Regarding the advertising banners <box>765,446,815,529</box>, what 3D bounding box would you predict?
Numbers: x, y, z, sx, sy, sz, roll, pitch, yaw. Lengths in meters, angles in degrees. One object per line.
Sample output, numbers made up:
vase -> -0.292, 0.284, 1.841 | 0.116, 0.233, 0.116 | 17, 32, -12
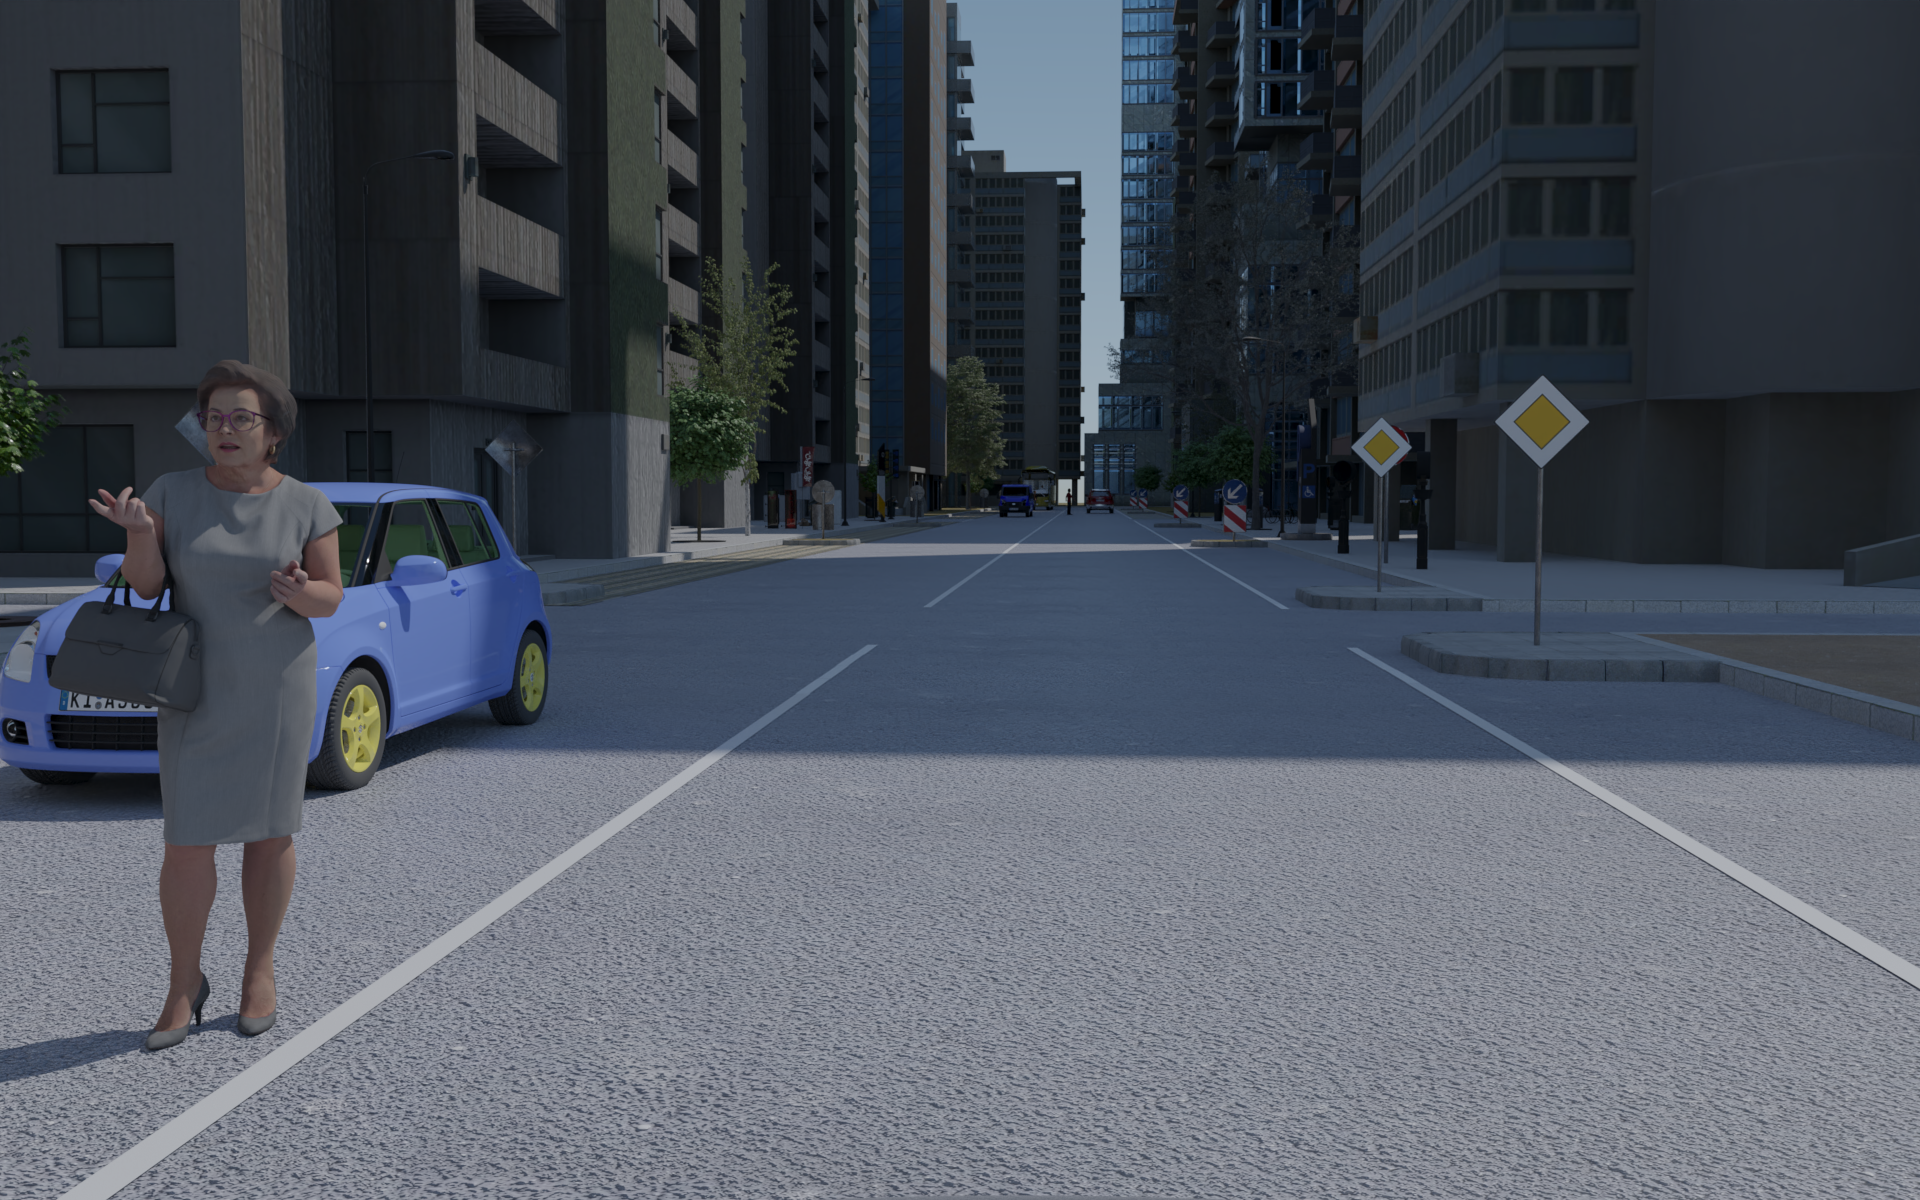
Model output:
advertising banners -> -6.277, -4.146, 63.973 | 2.074, 3.025, 0.090 | 1, 4, 23

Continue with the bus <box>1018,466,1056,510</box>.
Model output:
bus -> 7.009, -9.962, 154.424 | 2.896, 3.916, 12.252 | 0, 4, 6

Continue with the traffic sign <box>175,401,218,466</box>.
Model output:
traffic sign -> -6.626, -0.724, 15.485 | 0.795, 2.450, 0.064 | 0, 4, 4

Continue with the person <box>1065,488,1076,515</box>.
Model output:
person -> 7.502, -6.732, 118.502 | 0.705, 1.831, 1.348 | -2, 4, -24

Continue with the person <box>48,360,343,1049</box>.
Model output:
person -> -1.983, 0.266, 4.513 | 0.716, 1.782, 0.532 | -1, 4, -17

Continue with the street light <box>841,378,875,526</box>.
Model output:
street light -> -4.076, -5.920, 69.338 | 1.470, 5.913, 1.316 | 0, 4, 4

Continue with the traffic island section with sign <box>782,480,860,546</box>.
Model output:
traffic island section with sign -> -3.854, -2.452, 48.717 | 1.989, 1.847, 2.006 | 0, 4, 4

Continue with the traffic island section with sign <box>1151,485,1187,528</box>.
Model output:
traffic island section with sign -> 9.365, -4.037, 74.637 | 1.989, 1.847, 2.006 | 0, 4, 4

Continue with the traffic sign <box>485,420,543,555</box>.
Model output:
traffic sign -> -6.035, -1.211, 23.448 | 0.795, 2.450, 0.064 | 0, 4, 4

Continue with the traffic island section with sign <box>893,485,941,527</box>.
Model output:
traffic island section with sign -> -1.848, -4.110, 75.821 | 1.989, 1.847, 2.006 | 0, 4, 4

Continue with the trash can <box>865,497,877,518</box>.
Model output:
trash can -> -4.687, -4.873, 91.326 | 0.748, 1.137, 0.748 | 0, 3, 0

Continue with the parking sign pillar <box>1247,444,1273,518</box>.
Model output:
parking sign pillar -> 16.305, -6.466, 94.193 | 1.447, 3.967, 1.447 | 2, 4, 24

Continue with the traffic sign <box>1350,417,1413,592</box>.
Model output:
traffic sign -> 5.476, -1.158, 22.577 | 0.795, 2.450, 0.064 | 0, 4, 4

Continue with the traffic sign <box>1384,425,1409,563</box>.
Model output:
traffic sign -> 7.887, -1.950, 31.995 | 0.768, 2.556, 0.104 | 1, 4, 9

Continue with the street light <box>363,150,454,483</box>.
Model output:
street light -> -7.527, -3.122, 23.591 | 1.470, 5.913, 1.316 | 0, 4, 4

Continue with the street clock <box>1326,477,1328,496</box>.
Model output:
street clock -> 15.190, -4.062, 70.990 | 0.358, 2.002, 0.471 | 0, 4, -7

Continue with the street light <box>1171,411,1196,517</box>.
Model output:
street light -> 12.521, -7.616, 97.066 | 1.470, 5.913, 1.316 | 0, 4, 4

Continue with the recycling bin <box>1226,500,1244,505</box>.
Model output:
recycling bin -> 12.725, -4.136, 80.182 | 0.722, 1.027, 0.722 | 0, 4, -3

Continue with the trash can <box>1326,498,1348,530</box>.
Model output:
trash can -> 13.350, -3.040, 61.365 | 0.748, 1.137, 0.748 | 0, 3, 0

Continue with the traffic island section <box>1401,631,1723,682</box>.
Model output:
traffic island section -> 4.910, 0.464, 14.689 | 2.009, 0.180, 2.903 | 0, 4, 4

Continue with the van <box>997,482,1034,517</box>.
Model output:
van -> 3.533, -6.352, 108.246 | 2.240, 2.365, 5.245 | 0, 4, 6

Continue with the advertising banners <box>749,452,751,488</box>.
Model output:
advertising banners -> -8.968, -4.635, 71.967 | 0.090, 3.025, 2.074 | 1, 4, 10

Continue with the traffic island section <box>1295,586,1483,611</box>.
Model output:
traffic island section -> 5.500, -0.023, 22.652 | 2.009, 0.180, 2.903 | 0, 4, 4

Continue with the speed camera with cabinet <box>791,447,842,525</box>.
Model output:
speed camera with cabinet -> -6.028, -4.791, 72.669 | 2.038, 3.252, 0.660 | -1, 4, -21

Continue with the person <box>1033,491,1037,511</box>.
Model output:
person -> 6.425, -8.403, 146.709 | 0.721, 1.723, 1.217 | 0, 4, 7

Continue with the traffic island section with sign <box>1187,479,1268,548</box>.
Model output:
traffic island section with sign -> 7.344, -2.371, 47.390 | 1.989, 1.847, 2.006 | 0, 4, 4

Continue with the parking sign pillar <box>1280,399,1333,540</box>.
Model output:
parking sign pillar -> 9.719, -3.670, 48.470 | 1.447, 3.967, 1.447 | 0, 4, 7

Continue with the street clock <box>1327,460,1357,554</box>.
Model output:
street clock -> 8.251, -1.997, 37.215 | 0.471, 2.002, 0.358 | 3, 4, 38

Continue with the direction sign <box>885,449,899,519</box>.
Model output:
direction sign -> -3.494, -5.855, 87.731 | 0.876, 3.537, 0.379 | 1, 4, 23

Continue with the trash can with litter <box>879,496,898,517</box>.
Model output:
trash can with litter -> -4.005, -5.154, 95.659 | 1.055, 1.170, 0.624 | -2, 4, -26

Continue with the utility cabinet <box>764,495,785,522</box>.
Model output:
utility cabinet -> -8.444, -4.158, 79.146 | 1.020, 1.237, 0.306 | -1, 4, -14

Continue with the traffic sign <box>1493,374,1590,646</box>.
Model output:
traffic sign -> 4.885, -0.671, 14.614 | 0.795, 2.450, 0.064 | 0, 4, 4

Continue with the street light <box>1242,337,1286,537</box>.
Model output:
street light -> 9.033, -4.818, 51.322 | 1.470, 5.913, 1.316 | 0, 4, 4

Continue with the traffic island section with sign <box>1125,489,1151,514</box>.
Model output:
traffic island section with sign -> 13.099, -7.127, 125.154 | 1.989, 1.847, 2.006 | 0, 4, 4

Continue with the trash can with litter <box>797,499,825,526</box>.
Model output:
trash can with litter -> -5.936, -3.535, 69.181 | 1.055, 1.170, 0.624 | -3, 4, -38

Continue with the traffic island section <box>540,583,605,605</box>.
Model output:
traffic island section -> -6.059, -0.075, 23.511 | 2.009, 0.180, 2.903 | 0, 4, 4

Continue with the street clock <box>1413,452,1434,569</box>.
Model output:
street clock -> 7.887, -1.525, 29.510 | 0.358, 2.002, 0.471 | 1, 4, 15

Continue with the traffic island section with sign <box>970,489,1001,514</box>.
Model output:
traffic island section with sign -> 1.798, -7.116, 124.969 | 1.989, 1.847, 2.006 | 0, 4, 4
